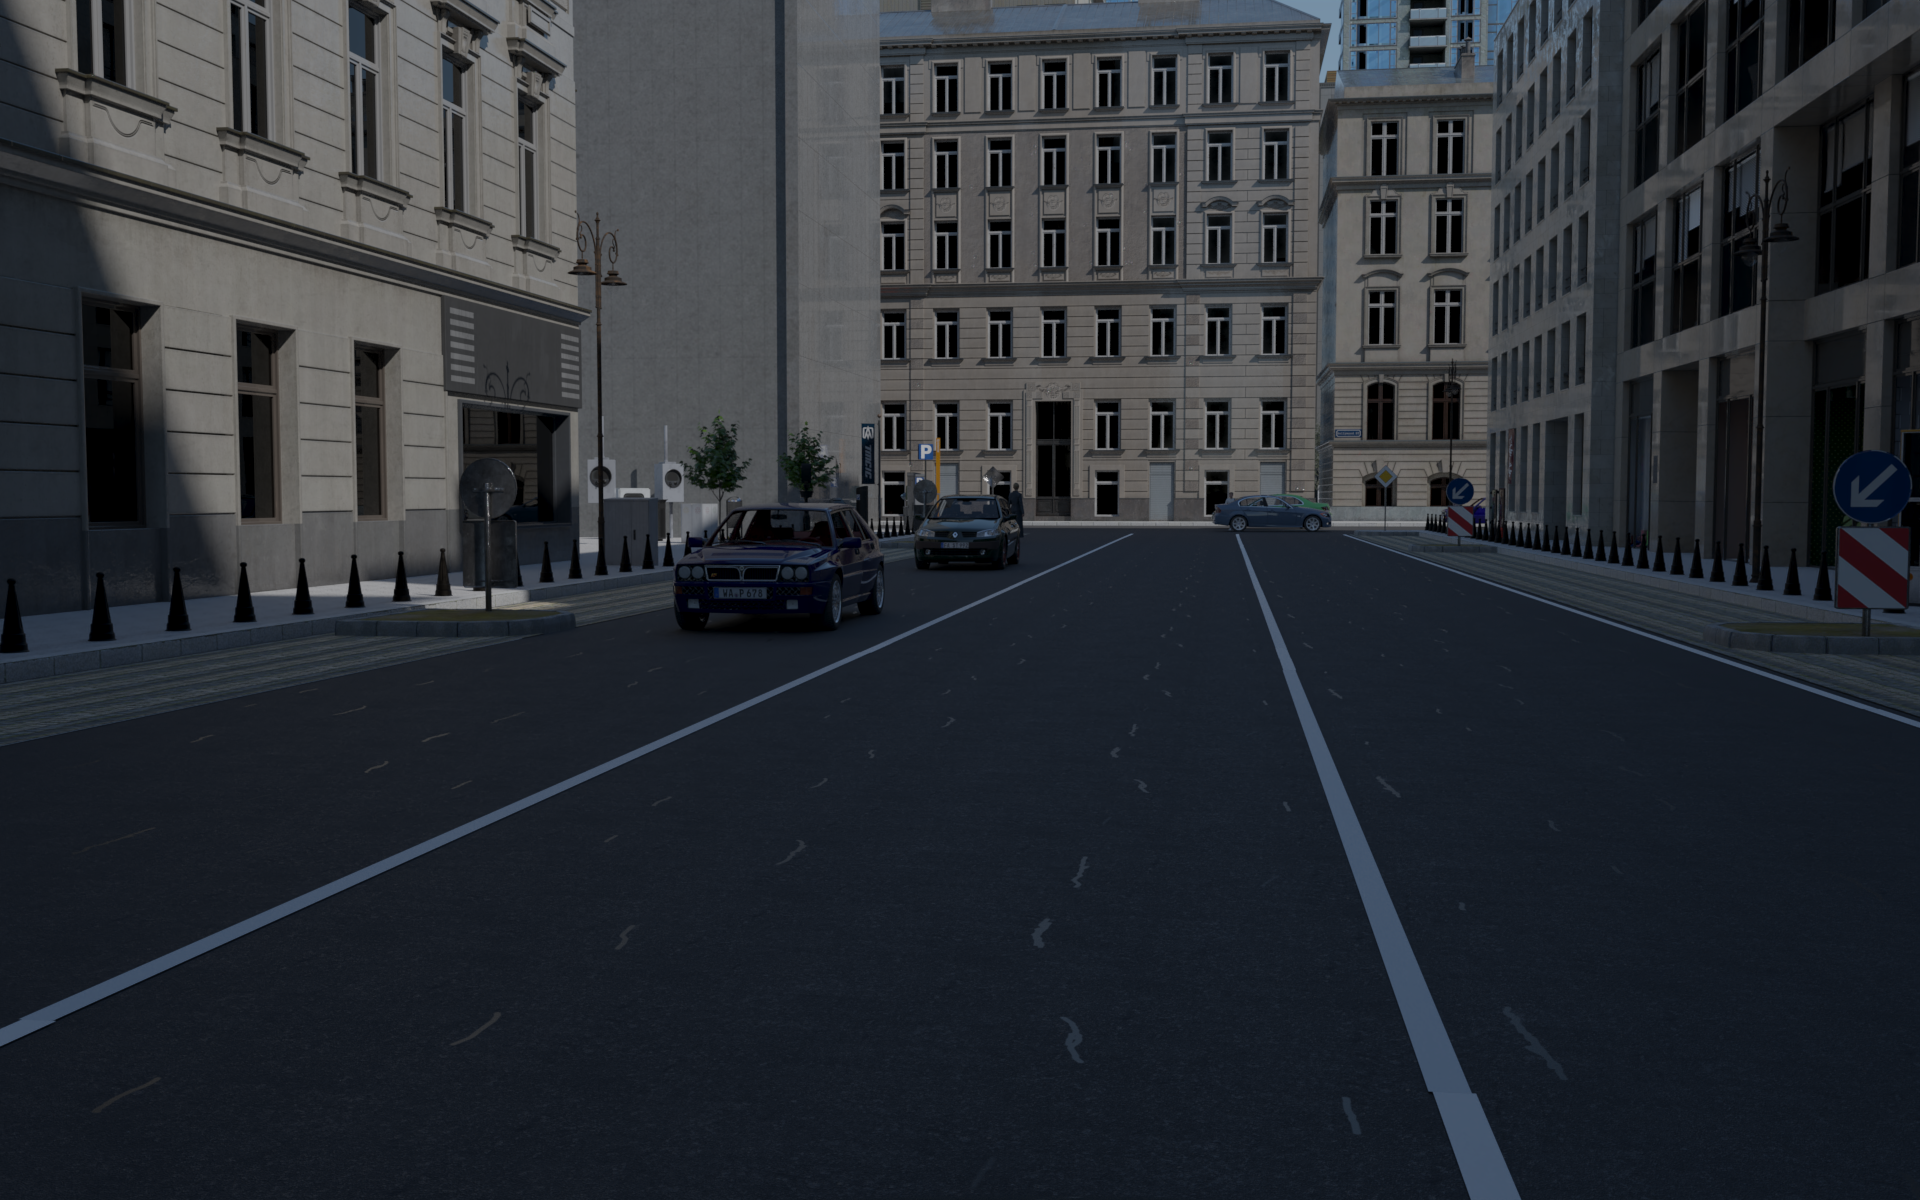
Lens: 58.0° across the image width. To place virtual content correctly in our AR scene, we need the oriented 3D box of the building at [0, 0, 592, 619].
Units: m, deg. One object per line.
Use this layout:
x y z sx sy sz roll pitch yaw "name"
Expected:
-18.071 -14.606 15.215 17.030 29.872 44.131 1 4 9 "building"

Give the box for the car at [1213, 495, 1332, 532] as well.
11.966 -3.326 66.383 4.499 1.417 2.014 1 4 9 "car"

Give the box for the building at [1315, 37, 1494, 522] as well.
35.025 -16.169 83.450 34.723 24.649 14.460 1 4 9 "building"

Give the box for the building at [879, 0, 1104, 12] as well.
-1.390 -35.222 165.118 28.713 52.752 27.495 1 4 9 "building"

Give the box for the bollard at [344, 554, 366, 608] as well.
-6.846 -0.217 19.582 0.229 0.601 0.229 0 3 0 "bollard"

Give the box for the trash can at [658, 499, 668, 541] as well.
-8.324 -2.173 47.186 0.748 1.137 0.748 0 3 0 "trash can"

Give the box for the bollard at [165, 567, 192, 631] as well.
-7.346 -0.013 16.261 0.229 0.601 0.229 0 3 0 "bollard"

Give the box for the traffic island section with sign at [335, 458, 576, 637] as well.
-5.166 -0.585 18.197 1.989 1.847 2.006 1 4 9 "traffic island section with sign"

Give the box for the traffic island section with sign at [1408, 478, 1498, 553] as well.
12.223 -2.107 43.078 1.989 1.847 2.006 1 4 9 "traffic island section with sign"

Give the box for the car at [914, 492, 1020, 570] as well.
0.182 -1.494 34.212 2.009 1.686 4.222 0 4 8 "car"

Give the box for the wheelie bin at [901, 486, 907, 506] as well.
-1.661 -3.357 62.789 0.980 1.594 0.693 0 4 2 "wheelie bin"

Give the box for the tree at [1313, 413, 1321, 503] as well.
31.383 -12.607 156.482 4.360 8.622 3.978 0 3 0 "tree"

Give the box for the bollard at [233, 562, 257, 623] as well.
-7.179 -0.081 17.368 0.229 0.601 0.229 0 3 0 "bollard"

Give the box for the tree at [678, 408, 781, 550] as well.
-5.290 -2.705 38.834 1.663 3.219 1.824 0 3 0 "tree"

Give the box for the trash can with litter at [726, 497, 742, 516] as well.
-5.893 -2.267 48.127 1.678 1.210 2.233 3 5 44 "trash can with litter"

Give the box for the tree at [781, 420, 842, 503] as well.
-3.928 -3.104 45.350 1.663 3.219 1.824 0 3 0 "tree"

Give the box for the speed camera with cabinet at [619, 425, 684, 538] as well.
-8.921 -3.370 49.428 2.038 3.252 0.660 -3 4 -37 "speed camera with cabinet"

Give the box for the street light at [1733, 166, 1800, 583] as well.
11.515 -3.186 24.882 0.468 5.910 1.993 1 4 9 "street light"

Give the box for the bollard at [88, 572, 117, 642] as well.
-7.512 0.055 15.148 0.229 0.601 0.229 0 3 0 "bollard"

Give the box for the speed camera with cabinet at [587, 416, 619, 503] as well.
-9.761 -3.026 43.807 2.038 3.252 0.660 0 4 -8 "speed camera with cabinet"

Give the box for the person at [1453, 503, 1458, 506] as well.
19.499 -3.524 67.574 0.517 1.644 0.566 -2 4 -29 "person"

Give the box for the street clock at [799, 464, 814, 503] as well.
-3.649 -2.238 41.166 0.358 2.002 0.471 0 4 -2 "street clock"

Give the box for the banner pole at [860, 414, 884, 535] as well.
-2.720 -3.917 54.065 0.863 3.779 0.401 -2 4 -30 "banner pole"

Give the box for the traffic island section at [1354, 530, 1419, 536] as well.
14.790 -2.319 60.199 2.009 0.180 2.903 1 4 9 "traffic island section"

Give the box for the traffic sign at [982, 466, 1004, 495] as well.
1.178 -3.581 62.192 0.795 2.450 0.064 1 4 9 "traffic sign"

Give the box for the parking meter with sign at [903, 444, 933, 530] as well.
-1.534 -3.956 60.944 0.543 3.016 1.738 -2 4 -24 "parking meter with sign"

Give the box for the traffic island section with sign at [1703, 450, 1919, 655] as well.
8.171 -0.468 16.285 1.989 1.847 2.006 1 4 9 "traffic island section with sign"

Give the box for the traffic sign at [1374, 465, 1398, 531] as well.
14.766 -3.455 60.125 0.795 2.450 0.064 1 4 9 "traffic sign"

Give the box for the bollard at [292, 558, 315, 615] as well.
-7.012 -0.149 18.475 0.229 0.601 0.229 0 3 0 "bollard"

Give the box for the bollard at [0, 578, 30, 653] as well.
-7.680 0.122 14.040 0.229 0.601 0.229 0 3 0 "bollard"

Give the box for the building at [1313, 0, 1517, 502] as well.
46.697 -52.590 172.522 22.319 86.520 31.000 1 4 9 "building"

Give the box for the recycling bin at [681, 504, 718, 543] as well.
-6.807 -2.000 45.251 0.722 1.027 0.722 2 4 24 "recycling bin"

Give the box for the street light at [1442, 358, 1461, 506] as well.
16.775 -5.283 59.165 0.468 5.910 1.993 1 4 9 "street light"

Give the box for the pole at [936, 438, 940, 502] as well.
-0.799 -4.233 63.049 0.158 3.312 0.155 0 3 0 "pole"

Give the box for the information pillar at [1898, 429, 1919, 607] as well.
10.969 -0.938 19.826 0.304 2.012 0.304 -2 4 -32 "information pillar"

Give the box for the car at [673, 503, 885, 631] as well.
-1.967 -0.423 19.498 1.945 1.354 3.894 0 4 8 "car"

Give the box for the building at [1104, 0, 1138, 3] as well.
14.557 -57.353 250.387 31.000 86.520 22.319 1 4 9 "building"

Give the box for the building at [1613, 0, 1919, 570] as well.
22.864 -13.376 23.213 19.350 26.468 34.151 1 4 9 "building"

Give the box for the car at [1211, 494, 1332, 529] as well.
12.863 -3.653 71.521 4.920 1.459 2.131 1 4 9 "car"

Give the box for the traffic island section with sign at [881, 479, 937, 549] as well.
-0.950 -2.290 46.063 1.989 1.847 2.006 1 4 9 "traffic island section with sign"

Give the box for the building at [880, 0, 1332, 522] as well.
5.205 -17.674 86.227 25.104 27.353 12.463 1 4 9 "building"

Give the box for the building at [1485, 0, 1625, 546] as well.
21.765 -11.900 49.311 10.420 20.320 16.860 1 4 9 "building"

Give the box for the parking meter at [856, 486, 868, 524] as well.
-2.978 -2.710 52.715 0.372 1.533 0.369 0 3 0 "parking meter"

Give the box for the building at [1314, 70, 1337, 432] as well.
43.949 -43.025 245.455 28.212 58.520 21.231 1 4 9 "building"

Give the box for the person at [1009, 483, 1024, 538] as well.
1.662 -2.593 51.322 0.576 1.772 0.534 1 4 16 "person"

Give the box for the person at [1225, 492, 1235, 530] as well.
10.744 -3.500 68.313 0.503 1.515 0.523 -2 4 -34 "person"

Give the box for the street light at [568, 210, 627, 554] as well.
-5.941 -3.411 28.551 0.468 5.910 1.993 1 4 9 "street light"

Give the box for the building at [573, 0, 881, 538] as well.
-13.548 -14.599 56.723 19.932 24.808 12.078 1 4 9 "building"

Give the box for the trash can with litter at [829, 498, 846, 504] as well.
-3.570 -2.476 51.874 0.624 1.170 1.055 -1 4 -17 "trash can with litter"

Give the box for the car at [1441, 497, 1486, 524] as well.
22.332 -3.707 73.190 3.894 1.354 1.945 0 4 8 "car"

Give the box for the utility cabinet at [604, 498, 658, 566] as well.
-5.924 -1.223 31.152 1.020 1.237 0.306 2 4 27 "utility cabinet"
